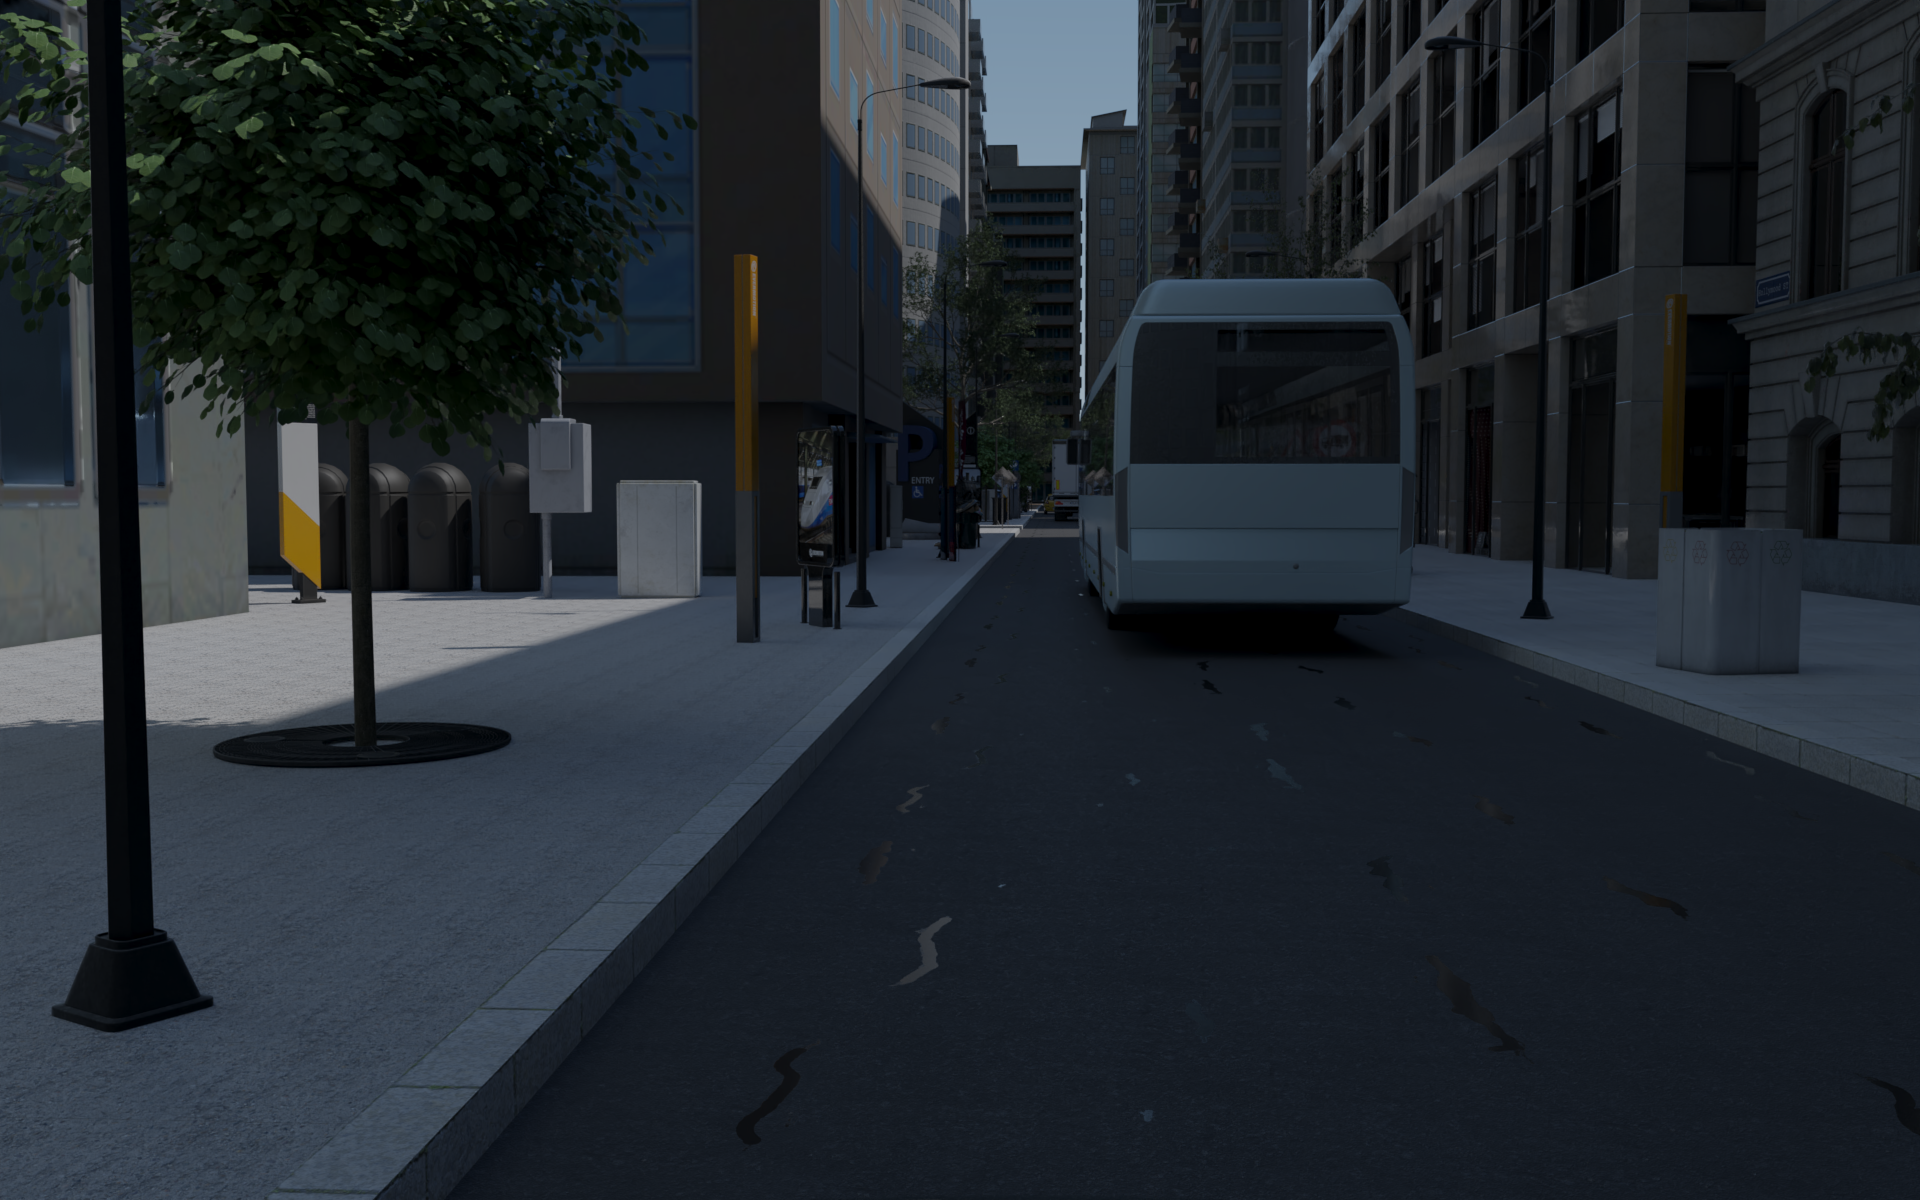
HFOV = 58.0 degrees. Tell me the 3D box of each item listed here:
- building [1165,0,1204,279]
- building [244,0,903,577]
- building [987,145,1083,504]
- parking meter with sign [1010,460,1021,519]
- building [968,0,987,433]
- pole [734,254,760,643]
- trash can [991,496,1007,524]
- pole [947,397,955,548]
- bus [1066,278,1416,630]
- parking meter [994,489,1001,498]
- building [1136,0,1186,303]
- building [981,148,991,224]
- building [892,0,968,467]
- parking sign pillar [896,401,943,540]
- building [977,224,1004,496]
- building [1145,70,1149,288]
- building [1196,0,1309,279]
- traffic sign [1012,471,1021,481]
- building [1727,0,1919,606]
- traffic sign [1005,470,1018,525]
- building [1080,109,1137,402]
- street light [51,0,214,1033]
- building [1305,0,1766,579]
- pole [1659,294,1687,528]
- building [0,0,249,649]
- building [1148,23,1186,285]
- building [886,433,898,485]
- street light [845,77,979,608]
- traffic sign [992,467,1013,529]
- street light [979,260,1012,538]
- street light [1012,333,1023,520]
[{"bbox_3d":[26.235,-28.710,124.028,22.147,44.769,28.867,0,4,3],"label":"building"},{"bbox_3d":[-8.607,-23.390,32.540,14.600,45.320,14.200,0,4,3],"label":"building"},{"bbox_3d":[6.187,-37.878,243.005,21.600,48.544,21.300,0,4,3],"label":"building"},{"bbox_3d":[2.871,-5.732,89.972,0.543,3.016,1.738,1,4,8],"label":"parking meter with sign"},{"bbox_3d":[-8.870,-33.155,161.697,23.786,49.044,30.456,0,4,3],"label":"building"},{"bbox_3d":[-1.831,-1.288,14.902,0.158,3.312,0.155,0,3,0],"label":"pole"},{"bbox_3d":[1.689,-3.814,74.017,0.748,1.137,0.748,0,3,0],"label":"trash can"},{"bbox_3d":[-0.214,-2.614,36.587,0.158,3.312,0.155,0,3,0],"label":"pole"},{"bbox_3d":[2.893,-1.626,21.449,2.948,3.499,13.247,0,4,2],"label":"bus"},{"bbox_3d":[1.963,-4.975,89.758,0.372,1.533,0.369,0,3,0],"label":"parking meter"},{"bbox_3d":[29.568,-46.971,206.233,20.563,71.187,20.611,0,4,3],"label":"building"},{"bbox_3d":[-9.284,-33.864,208.306,28.867,44.769,22.147,0,4,3],"label":"building"},{"bbox_3d":[-10.601,-35.142,116.574,21.231,58.520,28.212,0,4,3],"label":"building"},{"bbox_3d":[-1.132,-3.702,48.999,1.447,3.967,1.447,1,4,19],"label":"parking sign pillar"},{"bbox_3d":[-2.560,-25.240,184.378,14.160,30.474,14.107,0,4,3],"label":"building"},{"bbox_3d":[25.371,-31.715,168.658,14.600,45.320,14.200,0,4,3],"label":"building"},{"bbox_3d":[24.990,-24.313,89.398,23.993,40.220,32.217,0,4,3],"label":"building"},{"bbox_3d":[2.932,-5.773,94.501,0.768,2.556,0.104,1,4,13],"label":"traffic sign"},{"bbox_3d":[15.542,-11.504,7.182,14.460,24.649,34.723,0,4,3],"label":"building"},{"bbox_3d":[1.978,-4.131,71.187,0.795,2.450,0.064,0,4,3],"label":"traffic sign"},{"bbox_3d":[30.899,-40.126,245.301,27.495,52.752,28.713,0,4,3],"label":"building"},{"bbox_3d":[-1.516,-1.930,4.091,1.470,5.913,1.316,0,4,3],"label":"street light"},{"bbox_3d":[20.526,-14.506,41.683,19.350,26.468,34.151,0,4,3],"label":"building"},{"bbox_3d":[7.315,-1.464,17.786,0.158,3.312,0.155,0,3,0],"label":"pole"},{"bbox_3d":[-17.683,-42.111,1.180,22.319,86.520,31.000,0,4,3],"label":"building"},{"bbox_3d":[23.691,-28.793,154.352,14.154,41.232,14.086,0,4,3],"label":"building"},{"bbox_3d":[-11.698,-39.422,82.798,20.563,71.187,20.611,0,4,3],"label":"building"},{"bbox_3d":[-0.579,-2.871,19.484,1.470,5.913,1.316,0,4,3],"label":"street light"},{"bbox_3d":[1.552,-3.643,63.213,0.795,2.450,0.064,0,4,3],"label":"traffic sign"},{"bbox_3d":[0.242,-3.796,34.612,1.470,5.913,1.316,0,4,3],"label":"street light"},{"bbox_3d":[1.012,-4.749,50.185,1.470,5.913,1.316,0,4,3],"label":"street light"}]
